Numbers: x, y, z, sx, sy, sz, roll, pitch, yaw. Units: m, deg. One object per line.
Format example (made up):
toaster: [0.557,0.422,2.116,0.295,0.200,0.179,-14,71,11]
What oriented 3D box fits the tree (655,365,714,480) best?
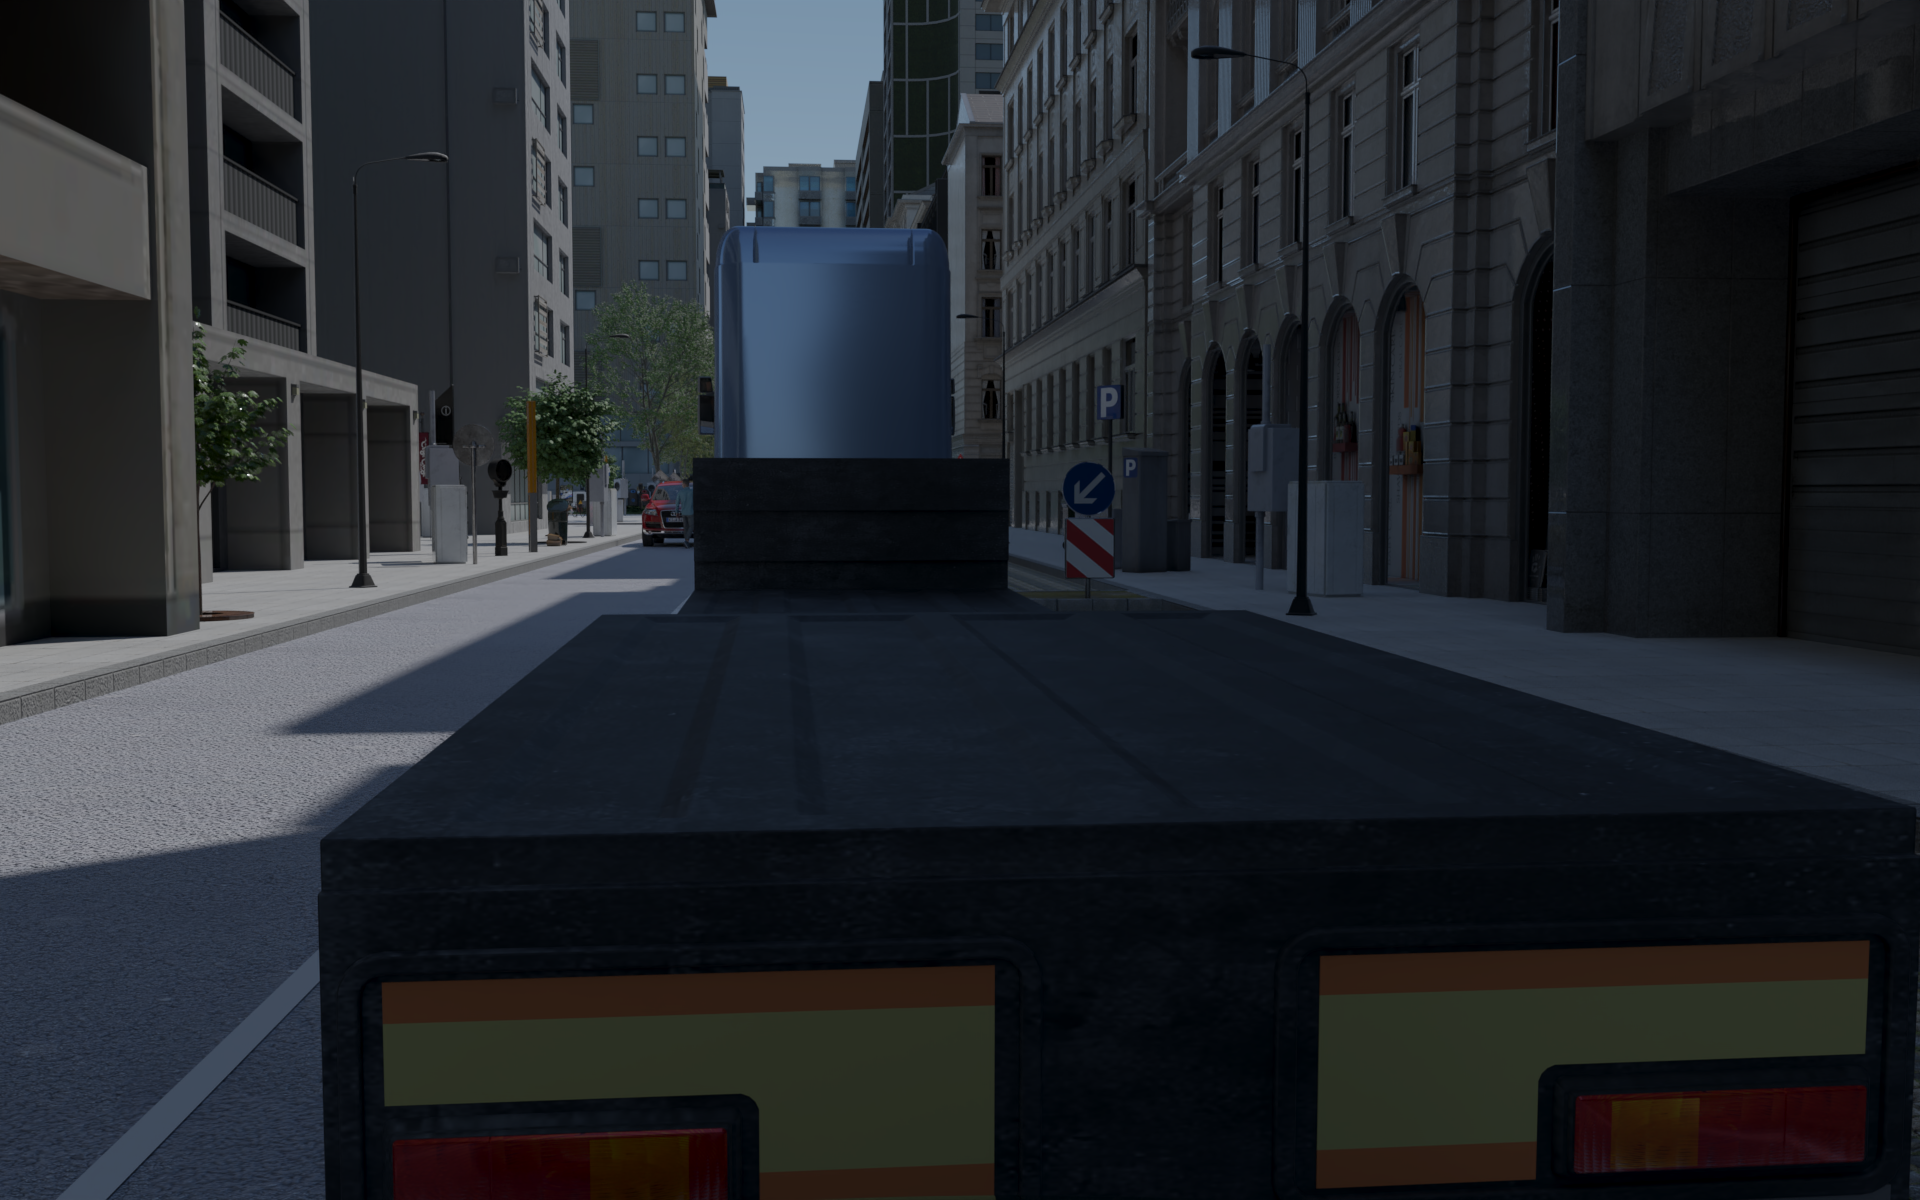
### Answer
tree: [-15.588,-9.104,99.215,4.737,8.622,4.395,0,3,0]

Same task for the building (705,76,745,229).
building: [-44.715,-43.090,246.512,28.212,58.520,21.231,0,4,-5]

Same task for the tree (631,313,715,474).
tree: [-16.713,-11.657,108.723,7.486,12.596,7.792,0,3,0]

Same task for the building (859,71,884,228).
building: [-0.002,-35.016,196.221,21.300,48.544,21.600,0,4,-5]

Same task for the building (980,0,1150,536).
building: [10.244,-13.588,55.446,16.112,22.955,30.059,0,4,-5]

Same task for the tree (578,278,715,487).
tree: [-14.971,-9.731,84.851,9.928,11.665,9.643,0,3,0]

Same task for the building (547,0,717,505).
building: [-37.910,-35.201,164.771,28.713,52.752,27.495,0,4,-5]

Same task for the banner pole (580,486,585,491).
banner pole: [-30.463,-9.179,140.090,0.401,3.779,0.863,2,4,28]

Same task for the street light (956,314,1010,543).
street light: [0.596,-4.422,44.840,1.470,5.913,1.316,0,4,-5]

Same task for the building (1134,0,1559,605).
building: [11.227,-11.415,28.443,13.314,21.916,24.055,0,4,-5]

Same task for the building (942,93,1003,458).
building: [8.579,-14.532,86.742,18.267,20.994,9.793,0,4,-5]

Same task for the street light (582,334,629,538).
street light: [-10.287,-4.757,50.322,1.470,5.913,1.316,0,4,-5]

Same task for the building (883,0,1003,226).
building: [0.823,-45.027,174.448,20.563,71.187,20.611,0,4,-5]

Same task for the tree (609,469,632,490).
tree: [-26.521,-8.631,135.719,1.663,3.219,1.824,0,3,0]

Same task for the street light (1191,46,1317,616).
street light: [3.087,-2.791,18.173,1.470,5.913,1.316,0,4,-5]

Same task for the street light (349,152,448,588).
street light: [-7.662,-3.127,23.668,1.470,5.913,1.316,0,4,-5]

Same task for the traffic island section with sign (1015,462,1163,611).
traffic island section with sign: [1.399,-0.812,21.912,1.989,1.847,2.006,0,4,-5]

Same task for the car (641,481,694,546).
car: [-7.821,-2.474,49.116,2.281,1.827,5.304,0,4,-5]

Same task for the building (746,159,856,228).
building: [-15.361,-38.604,250.790,30.456,49.044,23.786,0,4,-5]

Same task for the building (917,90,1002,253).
building: [4.131,-16.768,103.833,12.332,23.373,15.834,0,4,-5]

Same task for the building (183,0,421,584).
building: [-21.924,-36.286,31.528,20.563,71.187,20.611,0,4,-5]

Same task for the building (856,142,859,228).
building: [-2.030,-36.339,217.845,21.300,48.544,21.600,0,4,-5]

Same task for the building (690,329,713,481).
building: [-41.319,-21.344,194.015,27.650,21.520,28.899,0,4,-5]

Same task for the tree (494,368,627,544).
tree: [-10.460,-3.774,45.414,4.285,4.588,4.351,0,3,0]

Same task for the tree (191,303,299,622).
tree: [-7.773,-1.408,17.627,1.663,3.219,1.824,0,3,0]

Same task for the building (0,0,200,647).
building: [-16.828,-23.230,3.519,21.300,48.544,21.600,0,4,-5]

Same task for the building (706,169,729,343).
building: [-36.130,-32.744,218.952,14.086,41.232,14.154,0,4,-5]

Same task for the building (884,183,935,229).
building: [1.034,-21.786,143.588,14.401,28.519,23.554,0,4,-5]

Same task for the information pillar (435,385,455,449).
information pillar: [-11.080,-2.806,37.225,0.504,3.616,0.183,0,4,5]

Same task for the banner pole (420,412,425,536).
banner pole: [-16.534,-3.829,52.622,0.863,3.779,0.401,-2,4,-35]

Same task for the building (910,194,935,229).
building: [2.106,-17.930,122.040,11.050,23.489,19.941,0,4,-5]

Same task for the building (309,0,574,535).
building: [-20.958,-22.983,59.366,14.086,41.232,14.154,0,4,-5]

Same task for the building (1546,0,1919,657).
building: [12.449,-11.515,6.289,12.078,24.808,19.932,0,4,-5]
